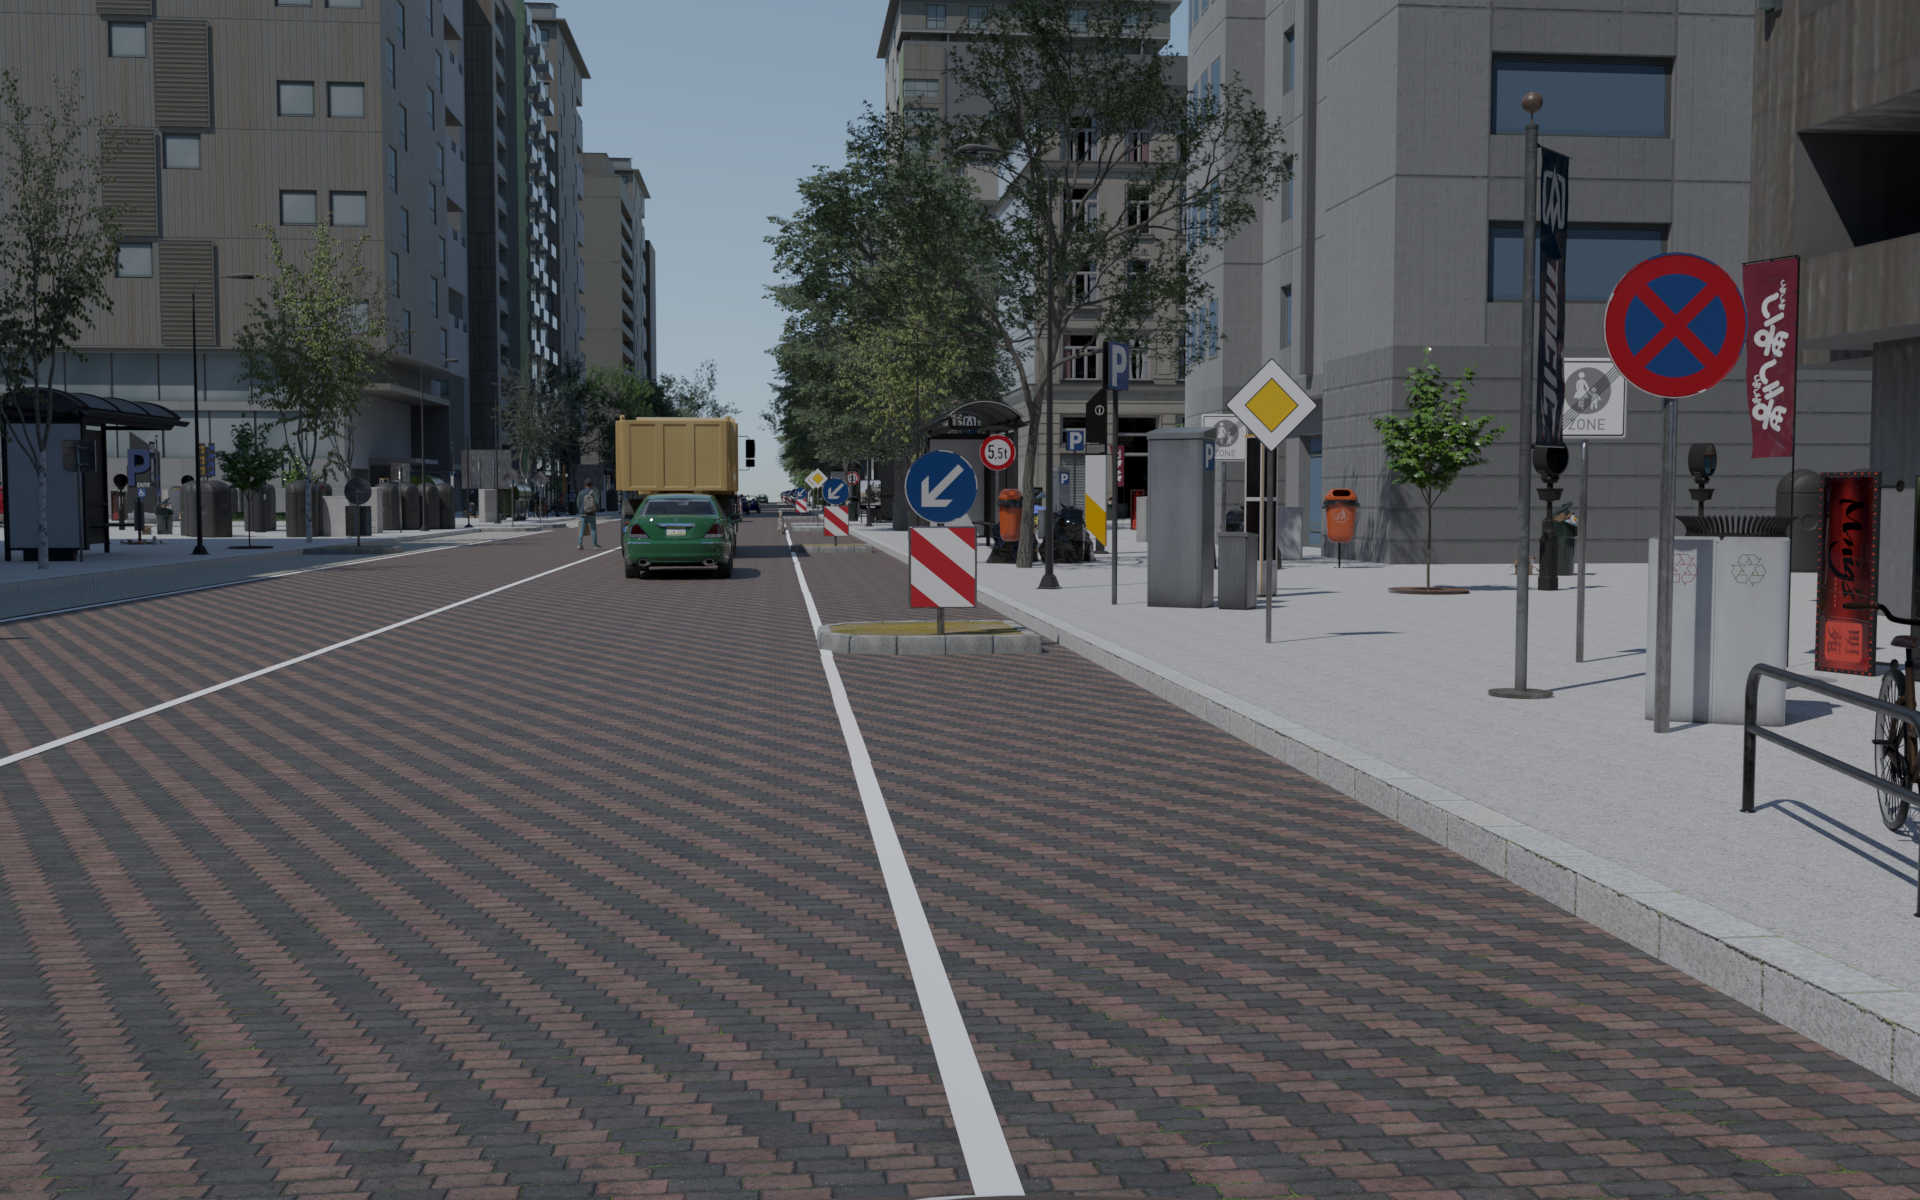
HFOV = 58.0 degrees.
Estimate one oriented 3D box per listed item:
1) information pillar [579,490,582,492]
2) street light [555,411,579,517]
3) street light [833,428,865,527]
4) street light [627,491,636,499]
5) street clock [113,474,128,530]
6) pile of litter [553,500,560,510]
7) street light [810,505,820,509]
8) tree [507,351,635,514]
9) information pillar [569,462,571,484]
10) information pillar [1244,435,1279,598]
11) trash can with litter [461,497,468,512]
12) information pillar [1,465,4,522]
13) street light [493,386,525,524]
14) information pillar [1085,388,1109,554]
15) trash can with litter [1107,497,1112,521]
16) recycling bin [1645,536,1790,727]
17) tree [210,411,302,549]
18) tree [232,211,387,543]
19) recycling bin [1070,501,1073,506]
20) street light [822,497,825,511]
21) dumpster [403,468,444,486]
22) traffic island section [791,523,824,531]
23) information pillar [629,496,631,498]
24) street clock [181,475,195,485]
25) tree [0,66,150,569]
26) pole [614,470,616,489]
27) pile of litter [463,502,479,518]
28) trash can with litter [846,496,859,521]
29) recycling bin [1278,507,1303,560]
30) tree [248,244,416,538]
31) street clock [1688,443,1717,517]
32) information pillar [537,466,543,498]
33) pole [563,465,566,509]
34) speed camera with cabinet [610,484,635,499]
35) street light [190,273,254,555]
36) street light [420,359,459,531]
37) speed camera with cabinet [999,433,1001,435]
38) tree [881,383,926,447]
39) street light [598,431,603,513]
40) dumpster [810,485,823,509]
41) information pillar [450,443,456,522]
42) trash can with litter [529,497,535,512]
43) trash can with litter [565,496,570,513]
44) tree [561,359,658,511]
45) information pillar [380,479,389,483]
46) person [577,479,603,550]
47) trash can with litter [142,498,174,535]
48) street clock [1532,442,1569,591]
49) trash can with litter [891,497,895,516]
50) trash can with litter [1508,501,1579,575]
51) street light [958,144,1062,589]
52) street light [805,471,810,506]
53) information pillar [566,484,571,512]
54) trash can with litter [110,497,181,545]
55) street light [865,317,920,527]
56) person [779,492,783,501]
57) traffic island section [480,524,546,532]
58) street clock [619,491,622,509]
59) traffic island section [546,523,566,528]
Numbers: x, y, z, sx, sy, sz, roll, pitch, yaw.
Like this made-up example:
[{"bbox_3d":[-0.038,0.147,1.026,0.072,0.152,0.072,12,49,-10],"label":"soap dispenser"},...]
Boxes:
[{"bbox_3d":[-32.592,-8.800,148.371,0.304,2.012,0.304,3,4,37],"label":"information pillar"},{"bbox_3d":[-22.027,-7.615,97.038,1.470,5.913,1.316,0,4,-6],"label":"street light"},{"bbox_3d":[-4.115,-5.828,67.836,1.470,5.913,1.316,0,4,-6],"label":"street light"},{"bbox_3d":[-26.688,-10.344,141.662,1.470,5.913,1.316,0,4,-6],"label":"street light"},{"bbox_3d":[-29.805,-3.484,61.542,0.471,2.002,0.358,-2,4,-33],"label":"street clock"},{"bbox_3d":[-32.227,-7.634,138.781,1.719,0.858,1.176,1,4,16],"label":"pile of litter"},{"bbox_3d":[-8.239,-8.132,105.493,1.470,5.913,1.316,0,4,-6],"label":"street light"},{"bbox_3d":[-24.956,-10.884,112.363,8.767,10.594,7.601,-1,4,-19],"label":"tree"},{"bbox_3d":[-28.224,-8.250,126.248,0.504,3.616,0.183,-2,4,-32],"label":"information pillar"},{"bbox_3d":[3.745,-1.043,21.541,0.304,2.012,0.304,-3,4,-38],"label":"information pillar"},{"bbox_3d":[-35.095,-6.831,123.079,1.055,1.170,0.624,2,4,34],"label":"trash can with litter"},{"bbox_3d":[-23.724,-2.375,43.327,0.304,2.012,0.304,3,4,38],"label":"information pillar"},{"bbox_3d":[-19.439,-6.251,74.745,1.470,5.913,1.316,0,4,-6],"label":"street light"},{"bbox_3d":[2.926,-2.792,37.008,0.504,3.616,0.183,2,4,28],"label":"information pillar"},{"bbox_3d":[7.140,-4.418,83.626,0.624,1.170,1.055,-2,4,-34],"label":"trash can with litter"},{"bbox_3d":[4.357,0.159,9.958,0.722,1.027,0.722,2,4,25],"label":"recycling bin"},{"bbox_3d":[-16.860,-2.826,40.811,1.663,3.219,1.824,0,3,0],"label":"tree"},{"bbox_3d":[-17.195,-5.822,45.546,4.737,8.622,4.395,0,3,0],"label":"tree"},{"bbox_3d":[3.884,-3.280,66.176,0.722,1.027,0.722,1,4,18],"label":"recycling bin"},{"bbox_3d":[-5.695,-6.736,82.679,1.470,5.913,1.316,0,4,-6],"label":"street light"},{"bbox_3d":[-20.082,-3.813,64.842,1.502,2.255,1.985,0,4,-6],"label":"dumpster"},{"bbox_3d":[-5.533,-2.785,67.811,2.009,0.180,2.903,0,4,-6],"label":"traffic island section"},{"bbox_3d":[-27.848,-9.499,146.655,0.183,3.616,0.504,-3,5,-43],"label":"information pillar"},{"bbox_3d":[-29.181,-3.726,65.495,0.471,2.002,0.358,-1,4,-23],"label":"street clock"},{"bbox_3d":[-15.975,-4.844,29.570,4.360,8.622,3.978,0,3,0],"label":"tree"},{"bbox_3d":[-29.032,-9.285,145.653,0.158,3.312,0.155,0,3,0],"label":"pole"},{"bbox_3d":[-25.756,-4.785,92.200,1.176,0.858,1.719,3,5,41],"label":"pile of litter"},{"bbox_3d":[-5.040,-4.270,81.199,0.624,1.170,1.055,0,4,-3],"label":"trash can with litter"},{"bbox_3d":[6.298,-1.303,33.855,0.722,1.027,0.722,0,4,4],"label":"recycling bin"},{"bbox_3d":[-18.024,-6.103,50.145,4.360,8.622,3.978,0,3,0],"label":"tree"},{"bbox_3d":[10.527,-1.225,24.604,0.358,2.002,0.471,3,5,45],"label":"street clock"},{"bbox_3d":[-34.189,-9.158,141.088,0.504,3.616,0.183,-1,4,-19],"label":"information pillar"},{"bbox_3d":[-27.535,-7.750,120.560,0.158,3.312,0.155,0,3,0],"label":"pole"},{"bbox_3d":[-28.802,-9.386,147.791,2.038,3.252,0.660,0,4,-1],"label":"speed camera with cabinet"},{"bbox_3d":[-15.545,-3.914,36.527,1.470,5.913,1.316,0,4,-6],"label":"street light"},{"bbox_3d":[-17.886,-5.319,59.502,1.470,5.913,1.316,0,4,-6],"label":"street light"},{"bbox_3d":[0.317,-3.049,44.180,2.038,3.252,0.660,0,4,-1],"label":"speed camera with cabinet"},{"bbox_3d":[-3.300,-9.582,107.028,4.360,8.622,3.978,0,3,0],"label":"tree"},{"bbox_3d":[-24.274,-8.980,119.359,1.470,5.913,1.316,0,4,-6],"label":"street light"},{"bbox_3d":[-12.151,-8.957,148.932,1.502,2.255,1.985,0,4,-6],"label":"dumpster"},{"bbox_3d":[-23.082,-5.345,78.751,0.183,3.616,0.504,-1,4,-12],"label":"information pillar"},{"bbox_3d":[-30.381,-6.868,123.681,1.055,1.170,0.624,-2,4,-23],"label":"trash can with litter"},{"bbox_3d":[-25.989,-6.432,116.547,0.624,1.170,1.055,3,4,36],"label":"trash can with litter"},{"bbox_3d":[-26.830,-12.752,134.250,9.928,11.665,9.643,0,3,0],"label":"tree"},{"bbox_3d":[-27.185,-4.731,81.837,0.304,2.012,0.304,-3,5,-45],"label":"information pillar"},{"bbox_3d":[-9.525,-2.185,44.209,0.794,1.824,0.713,2,4,31],"label":"person"},{"bbox_3d":[-25.365,-2.645,54.636,1.055,1.170,0.624,-1,4,-20],"label":"trash can with litter"},{"bbox_3d":[7.816,-1.125,22.966,0.471,2.002,0.358,-2,4,-33],"label":"street clock"},{"bbox_3d":[-2.460,-3.917,75.429,1.055,1.170,0.624,1,4,12],"label":"trash can with litter"},{"bbox_3d":[9.215,-0.976,27.349,1.055,1.170,0.624,1,4,20],"label":"trash can with litter"},{"bbox_3d":[0.669,-3.100,23.225,1.470,5.913,1.316,0,4,-6],"label":"street light"},{"bbox_3d":[-10.584,-9.496,127.803,1.470,5.913,1.316,0,4,-6],"label":"street light"},{"bbox_3d":[-27.970,-7.285,123.599,0.304,2.012,0.304,-2,4,-33],"label":"information pillar"},{"bbox_3d":[-21.033,-2.052,44.602,1.678,1.210,2.233,-2,4,-27],"label":"trash can with litter"},{"bbox_3d":[-1.656,-4.465,45.538,1.470,5.913,1.316,0,4,-6],"label":"street light"},{"bbox_3d":[-30.248,-17.406,293.907,1.217,1.723,0.721,1,4,12],"label":"person"},{"bbox_3d":[-17.208,-2.709,66.569,2.009,0.180,2.903,0,4,-6],"label":"traffic island section"},{"bbox_3d":[-28.756,-8.709,146.962,0.471,2.002,0.358,-1,4,-12],"label":"street clock"},{"bbox_3d":[-18.059,-3.194,74.509,2.009,0.180,2.903,0,4,-6],"label":"traffic island section"}]
